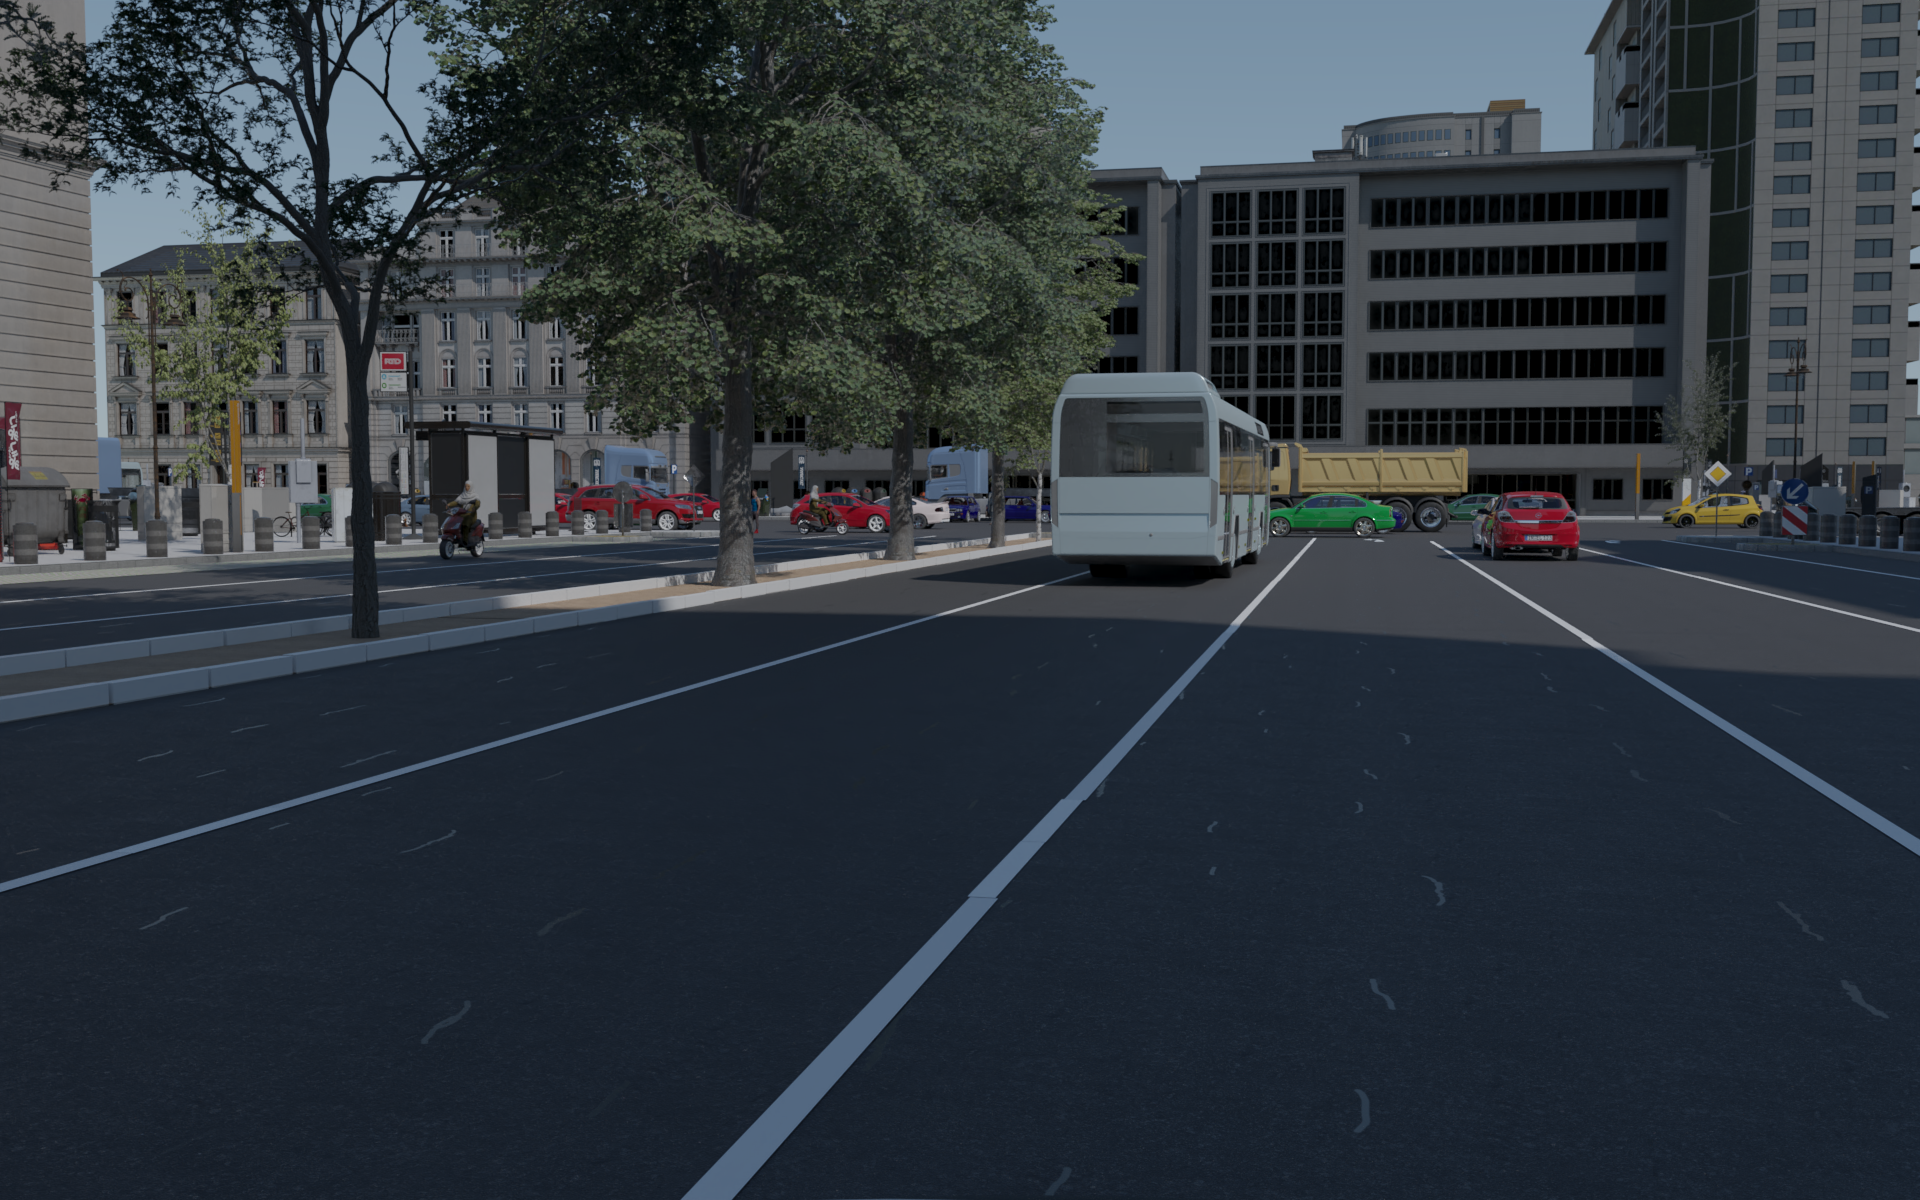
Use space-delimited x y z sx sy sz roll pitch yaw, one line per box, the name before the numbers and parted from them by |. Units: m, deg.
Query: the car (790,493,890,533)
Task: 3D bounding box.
car | -4.120 -3.407 64.747 4.494 1.783 2.155 1 4 15

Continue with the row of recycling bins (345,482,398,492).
row of recycling bins | -19.976 -3.151 58.631 1.069 1.692 3.534 -3 4 -38

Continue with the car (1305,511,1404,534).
car | 14.050 -3.063 62.668 3.894 1.354 1.945 1 4 11

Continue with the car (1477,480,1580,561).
car | 12.731 -1.819 38.787 2.155 1.783 4.494 1 4 13

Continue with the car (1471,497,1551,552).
car | 14.091 -1.932 43.956 2.083 1.381 4.827 1 4 12

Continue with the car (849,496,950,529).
car | -2.815 -3.613 71.437 4.827 1.381 2.083 1 4 11

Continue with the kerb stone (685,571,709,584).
kerb stone | -4.316 -0.344 27.821 0.120 0.150 1.000 1 4 13

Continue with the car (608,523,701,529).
car | -12.811 -3.551 69.852 4.920 1.459 2.131 1 4 14

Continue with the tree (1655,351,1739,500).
tree | 38.354 -8.536 89.923 4.360 8.622 3.978 0 3 0

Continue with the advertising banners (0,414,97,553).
advertising banners | -20.781 -2.644 39.423 2.074 3.025 0.090 -1 4 -14

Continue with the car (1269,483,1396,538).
car | 12.116 -2.995 57.766 4.718 1.807 1.959 1 4 14

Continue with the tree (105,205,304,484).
tree | -18.220 -5.637 42.522 4.737 8.622 4.395 0 3 0

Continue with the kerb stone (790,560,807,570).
kerb stone | -3.164 -0.651 32.835 0.120 0.150 1.000 1 4 13

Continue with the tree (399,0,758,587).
tree | -3.493 -7.184 26.568 9.857 13.997 8.962 0 3 0

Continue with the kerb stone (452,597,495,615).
kerb stone | -5.912 0.086 20.796 0.120 0.150 1.000 1 4 13

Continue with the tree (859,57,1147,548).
tree | 0.976 -7.644 45.567 7.486 12.596 7.792 0 3 0

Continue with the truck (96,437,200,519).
truck | -34.800 -5.574 80.886 18.799 4.110 2.967 1 4 11

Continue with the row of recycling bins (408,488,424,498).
row of recycling bins | -33.570 -6.358 111.072 3.534 1.692 1.069 -1 4 -12

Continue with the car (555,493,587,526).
car | -16.898 -3.932 73.332 4.494 1.783 2.155 1 4 12

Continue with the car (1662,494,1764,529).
car | 31.742 -3.841 73.018 3.980 1.641 2.015 1 4 12

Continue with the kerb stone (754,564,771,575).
kerb stone | -3.624 -0.528 30.831 0.120 0.150 1.000 1 4 13

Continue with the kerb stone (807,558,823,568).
kerb stone | -2.941 -0.713 33.845 0.120 0.150 1.000 1 4 13

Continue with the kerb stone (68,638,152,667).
kerb stone | -7.300 0.456 14.756 0.120 0.150 1.000 1 4 13

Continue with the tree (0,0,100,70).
tree | -7.492 -5.782 7.365 12.009 13.543 11.850 0 3 0

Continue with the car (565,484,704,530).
car | -12.420 -3.523 66.278 5.304 1.827 2.281 1 4 12

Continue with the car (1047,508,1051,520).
car | 6.171 -4.276 82.489 3.894 1.354 1.945 1 4 13

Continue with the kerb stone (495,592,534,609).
kerb stone | -5.686 0.024 21.799 0.120 0.150 1.000 1 4 13

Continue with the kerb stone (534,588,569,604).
kerb stone | -5.457 -0.036 22.801 0.120 0.150 1.000 1 4 13

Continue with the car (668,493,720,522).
car | -13.615 -4.999 90.781 4.494 1.783 2.155 1 4 11

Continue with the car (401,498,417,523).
car | -27.810 -4.524 84.191 3.980 1.641 2.015 1 4 13

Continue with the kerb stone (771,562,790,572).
kerb stone | -3.396 -0.583 31.834 0.120 0.150 1.000 1 4 13

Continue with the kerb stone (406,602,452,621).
kerb stone | -6.146 0.151 19.791 0.120 0.150 1.000 1 4 13

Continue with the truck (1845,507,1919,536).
truck | 38.593 -4.152 57.647 18.799 4.110 2.967 1 4 13

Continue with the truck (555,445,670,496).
truck | -24.855 -6.566 97.115 18.799 4.110 2.967 1 4 11

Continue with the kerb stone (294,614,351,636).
kerb stone | -6.613 0.271 17.775 0.120 0.150 1.000 1 4 13

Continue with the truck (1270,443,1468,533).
truck | 14.271 -4.310 66.399 9.791 3.379 3.469 1 4 12

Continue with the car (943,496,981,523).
car | -0.124 -4.625 88.203 1.945 1.354 3.894 1 4 13

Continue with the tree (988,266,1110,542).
tree | 2.375 -6.038 51.534 4.360 8.622 3.978 0 3 0

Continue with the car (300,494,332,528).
car | -28.096 -3.863 74.958 4.920 1.459 2.131 1 4 11

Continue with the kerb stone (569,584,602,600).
kerb stone | -5.231 -0.098 23.803 0.120 0.150 1.000 1 4 13

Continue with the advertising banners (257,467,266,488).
advertising banners | -46.249 -7.129 112.744 2.074 3.025 0.090 -1 4 -16

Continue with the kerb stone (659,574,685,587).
kerb stone | -4.543 -0.282 26.816 0.120 0.150 1.000 1 4 13

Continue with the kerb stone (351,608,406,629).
kerb stone | -6.365 0.209 18.786 0.120 0.150 1.000 1 4 13

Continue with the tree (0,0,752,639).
tree | -5.801 -4.914 17.210 8.767 10.594 7.601 1 4 13

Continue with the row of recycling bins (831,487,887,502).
row of recycling bins | -6.131 -5.979 104.867 3.534 1.692 1.069 -2 4 -27

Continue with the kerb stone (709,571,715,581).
kerb stone | -4.085 -0.405 28.824 0.120 0.150 1.000 1 4 13

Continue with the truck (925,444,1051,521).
truck | 6.832 -6.174 90.697 18.799 4.110 2.967 1 4 12

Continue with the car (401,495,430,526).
car | -23.390 -4.039 78.033 4.499 1.417 2.014 1 4 11

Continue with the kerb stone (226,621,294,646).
kerb stone | -6.829 0.332 16.763 0.120 0.150 1.000 1 4 13

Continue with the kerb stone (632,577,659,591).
kerb stone | -4.778 -0.218 25.809 0.120 0.150 1.000 1 4 13

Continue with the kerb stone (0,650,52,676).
kerb stone | -7.523 0.517 13.753 0.120 0.150 1.000 1 4 13

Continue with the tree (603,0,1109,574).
tree | -1.286 -7.826 37.060 9.857 13.997 8.962 0 3 0

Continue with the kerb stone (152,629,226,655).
kerb stone | -7.072 0.394 15.758 0.120 0.150 1.000 1 4 13

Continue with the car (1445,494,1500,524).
car | 24.395 -4.311 82.276 4.920 1.459 2.131 1 4 13

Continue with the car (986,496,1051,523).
car | 3.281 -4.526 86.579 3.894 1.354 1.945 1 4 15

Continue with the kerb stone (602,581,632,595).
kerb stone | -4.999 -0.160 24.805 0.120 0.150 1.000 1 4 13

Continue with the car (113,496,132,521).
car | -43.513 -4.911 92.301 4.499 1.417 2.014 1 4 11
